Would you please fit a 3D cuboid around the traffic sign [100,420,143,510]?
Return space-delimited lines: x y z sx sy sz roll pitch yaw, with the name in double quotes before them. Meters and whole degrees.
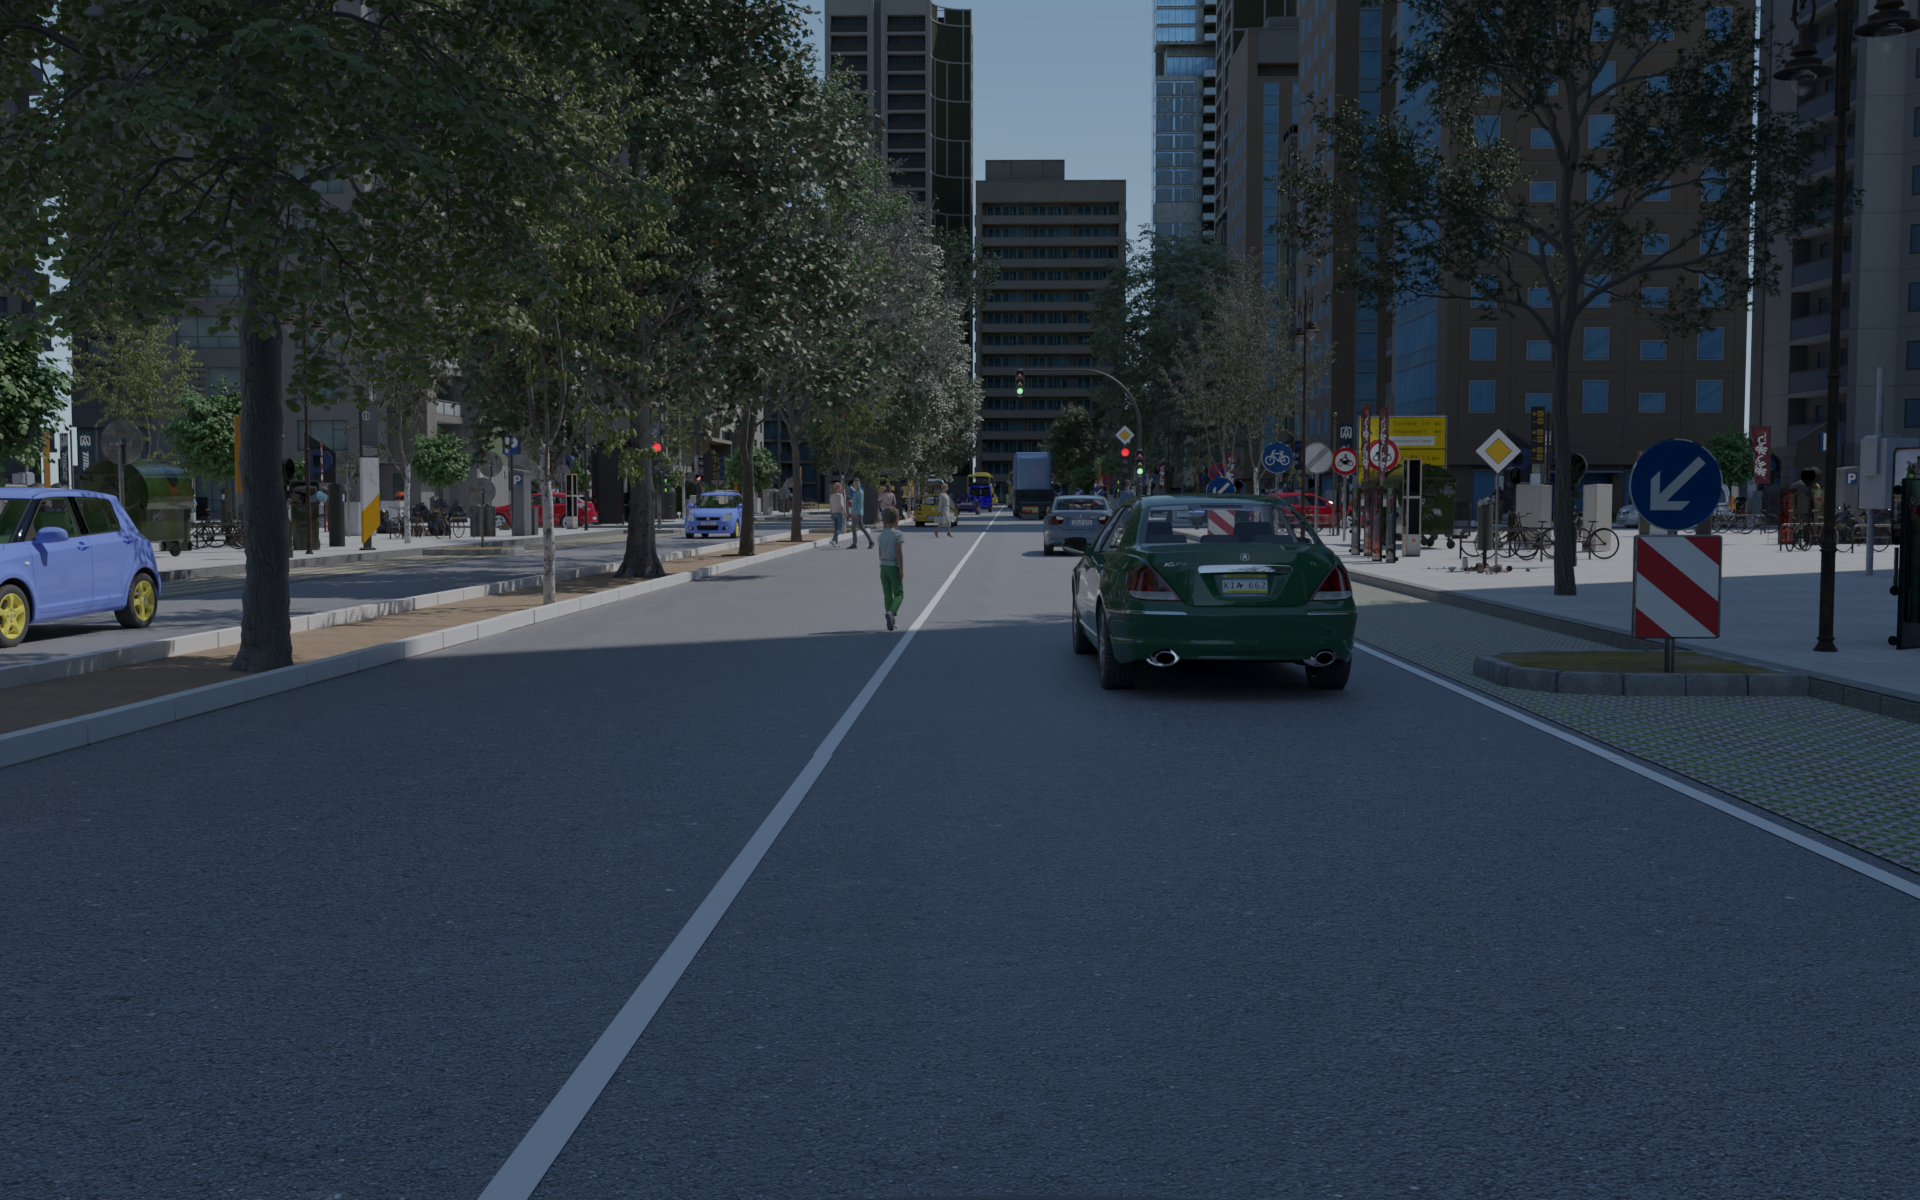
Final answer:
"traffic sign" -14.396 -1.812 29.738 0.768 2.556 0.104 0 4 5

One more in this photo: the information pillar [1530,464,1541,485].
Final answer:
"information pillar" 23.288 -4.819 70.145 0.504 3.616 0.183 -2 4 -26

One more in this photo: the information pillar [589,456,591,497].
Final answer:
"information pillar" -22.513 -6.979 105.460 0.183 3.616 0.504 0 4 -4

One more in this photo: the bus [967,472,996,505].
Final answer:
"bus" 2.379 -12.518 196.220 2.896 3.916 12.252 0 4 3

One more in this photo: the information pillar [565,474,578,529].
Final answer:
"information pillar" -14.164 -3.589 63.170 0.304 2.012 0.304 2 4 23

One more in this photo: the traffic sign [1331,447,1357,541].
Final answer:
"traffic sign" 10.458 -2.873 47.072 0.768 2.556 0.104 0 4 8

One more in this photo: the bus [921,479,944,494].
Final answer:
"bus" -3.205 -12.995 207.333 2.948 3.499 13.247 0 4 0

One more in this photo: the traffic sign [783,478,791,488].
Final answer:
"traffic sign" -13.901 -8.542 139.668 0.884 2.594 0.081 0 4 3

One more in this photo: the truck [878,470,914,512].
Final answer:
"truck" -5.132 -8.812 140.003 3.469 3.379 9.791 0 4 1

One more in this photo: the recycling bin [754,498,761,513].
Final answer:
"recycling bin" -13.633 -6.256 114.845 0.722 1.027 0.722 1 4 15

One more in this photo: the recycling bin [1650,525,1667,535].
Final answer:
"recycling bin" 20.499 -2.319 50.462 0.722 1.027 0.722 1 4 22

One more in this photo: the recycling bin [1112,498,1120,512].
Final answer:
"recycling bin" 10.058 -5.884 108.764 0.722 1.027 0.722 -3 4 -36

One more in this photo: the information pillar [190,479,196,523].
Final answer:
"information pillar" -33.811 -4.381 76.122 0.304 2.012 0.304 0 4 -7

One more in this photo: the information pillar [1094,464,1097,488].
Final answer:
"information pillar" 10.761 -8.905 136.953 0.183 3.616 0.504 2 4 29

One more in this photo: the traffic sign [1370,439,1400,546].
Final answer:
"traffic sign" 9.606 -2.408 39.470 0.768 2.556 0.104 0 4 6

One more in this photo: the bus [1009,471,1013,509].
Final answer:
"bus" 6.062 -10.652 165.705 2.896 3.916 12.252 0 4 3

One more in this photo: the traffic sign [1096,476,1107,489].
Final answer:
"traffic sign" 10.100 -7.514 122.859 0.884 2.594 0.081 1 4 10

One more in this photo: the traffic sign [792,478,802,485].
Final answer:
"traffic sign" -11.739 -7.621 124.717 0.768 2.556 0.104 0 4 4

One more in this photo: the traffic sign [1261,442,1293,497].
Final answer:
"traffic sign" 7.751 -2.585 42.370 0.768 2.556 0.104 0 4 5

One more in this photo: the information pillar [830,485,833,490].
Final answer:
"information pillar" -10.548 -8.449 142.627 0.304 2.012 0.304 -2 4 -28

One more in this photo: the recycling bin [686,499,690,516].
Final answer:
"recycling bin" -17.575 -6.189 113.745 0.722 1.027 0.722 -1 4 -11

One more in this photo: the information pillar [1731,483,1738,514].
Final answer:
"information pillar" 49.650 -7.322 111.076 0.504 3.616 0.183 0 4 -4

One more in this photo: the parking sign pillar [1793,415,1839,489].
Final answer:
"parking sign pillar" 29.241 -4.327 59.217 1.447 3.967 1.447 1 4 13

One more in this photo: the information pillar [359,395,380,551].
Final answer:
"information pillar" -13.479 -2.944 39.494 0.183 3.616 0.504 2 4 30

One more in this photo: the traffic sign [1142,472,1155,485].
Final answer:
"traffic sign" 10.714 -6.022 98.561 0.768 2.556 0.104 1 4 9

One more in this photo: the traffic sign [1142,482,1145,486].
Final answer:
"traffic sign" 13.088 -7.409 121.244 0.768 2.556 0.104 0 4 2

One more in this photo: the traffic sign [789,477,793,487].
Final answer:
"traffic sign" -12.203 -7.761 127.004 0.768 2.556 0.104 0 4 7

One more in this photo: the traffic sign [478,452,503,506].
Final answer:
"traffic sign" -14.109 -3.175 52.017 0.768 2.556 0.104 0 4 6

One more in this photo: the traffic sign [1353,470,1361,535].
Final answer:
"traffic sign" 12.457 -3.291 53.917 0.768 2.556 0.104 0 4 3

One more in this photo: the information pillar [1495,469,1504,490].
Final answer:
"information pillar" 24.853 -5.403 79.694 0.183 3.616 0.504 -3 5 -42

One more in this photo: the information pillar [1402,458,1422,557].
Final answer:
"information pillar" 9.250 -1.894 35.455 0.304 2.012 0.304 0 4 -4

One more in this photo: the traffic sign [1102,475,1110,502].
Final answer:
"traffic sign" 9.923 -7.113 116.398 0.768 2.556 0.104 1 4 10

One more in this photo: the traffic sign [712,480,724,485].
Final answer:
"traffic sign" -13.879 -6.059 99.172 0.768 2.556 0.104 1 4 10

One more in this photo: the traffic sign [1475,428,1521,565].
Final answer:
"traffic sign" 9.472 -1.796 30.544 0.795 2.450 0.064 0 4 6

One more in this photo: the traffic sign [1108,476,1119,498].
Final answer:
"traffic sign" 10.196 -6.994 114.461 0.768 2.556 0.104 1 4 11

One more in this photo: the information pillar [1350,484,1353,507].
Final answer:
"information pillar" 20.395 -6.011 89.640 0.504 3.616 0.183 -1 4 -17

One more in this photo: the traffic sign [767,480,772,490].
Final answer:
"traffic sign" -14.045 -7.610 126.554 0.606 2.300 0.079 0 4 5

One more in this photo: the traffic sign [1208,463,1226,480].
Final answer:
"traffic sign" 10.632 -4.370 71.550 0.768 2.556 0.104 0 4 5

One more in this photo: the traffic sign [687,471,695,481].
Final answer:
"traffic sign" -15.001 -5.948 97.348 0.768 2.556 0.104 0 4 7

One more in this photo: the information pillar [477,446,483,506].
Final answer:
"information pillar" -15.555 -3.961 56.120 0.183 3.616 0.504 0 4 -5

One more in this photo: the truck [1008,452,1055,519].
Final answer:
"truck" 4.628 -7.084 105.587 2.967 4.110 18.799 0 4 0

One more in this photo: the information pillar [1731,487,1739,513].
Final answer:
"information pillar" 50.545 -6.633 112.942 0.304 2.012 0.304 -1 4 -11

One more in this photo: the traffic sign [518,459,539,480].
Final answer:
"traffic sign" -15.604 -3.824 62.632 0.768 2.556 0.104 0 4 5

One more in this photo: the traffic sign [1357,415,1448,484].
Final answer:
"traffic sign" 11.450 -3.123 44.941 2.265 3.308 0.079 1 4 9

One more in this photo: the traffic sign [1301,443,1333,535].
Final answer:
"traffic sign" 8.872 -2.629 43.087 0.768 2.556 0.104 0 4 7

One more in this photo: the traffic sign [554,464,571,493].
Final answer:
"traffic sign" -17.011 -4.523 74.049 0.768 2.556 0.104 0 4 5

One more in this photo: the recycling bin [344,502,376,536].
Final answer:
"recycling bin" -18.492 -2.493 53.318 0.722 1.027 0.722 2 4 32

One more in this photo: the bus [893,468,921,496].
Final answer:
"bus" -5.193 -10.148 157.468 2.896 3.916 12.252 0 4 3

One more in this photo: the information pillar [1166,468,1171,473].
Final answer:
"information pillar" 15.201 -8.305 127.144 0.504 3.616 0.183 -1 4 -14

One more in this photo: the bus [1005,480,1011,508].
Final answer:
"bus" 6.240 -11.395 181.165 2.948 3.499 13.247 0 4 0

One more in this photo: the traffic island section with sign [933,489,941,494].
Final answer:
"traffic island section with sign" -1.961 -8.442 146.158 2.006 1.907 1.989 0 4 2

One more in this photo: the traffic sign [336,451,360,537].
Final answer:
"traffic sign" -18.288 -3.159 51.760 0.768 2.556 0.104 0 4 5

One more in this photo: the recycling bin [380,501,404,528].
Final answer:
"recycling bin" -20.793 -3.116 63.505 0.722 1.027 0.722 0 4 -4
